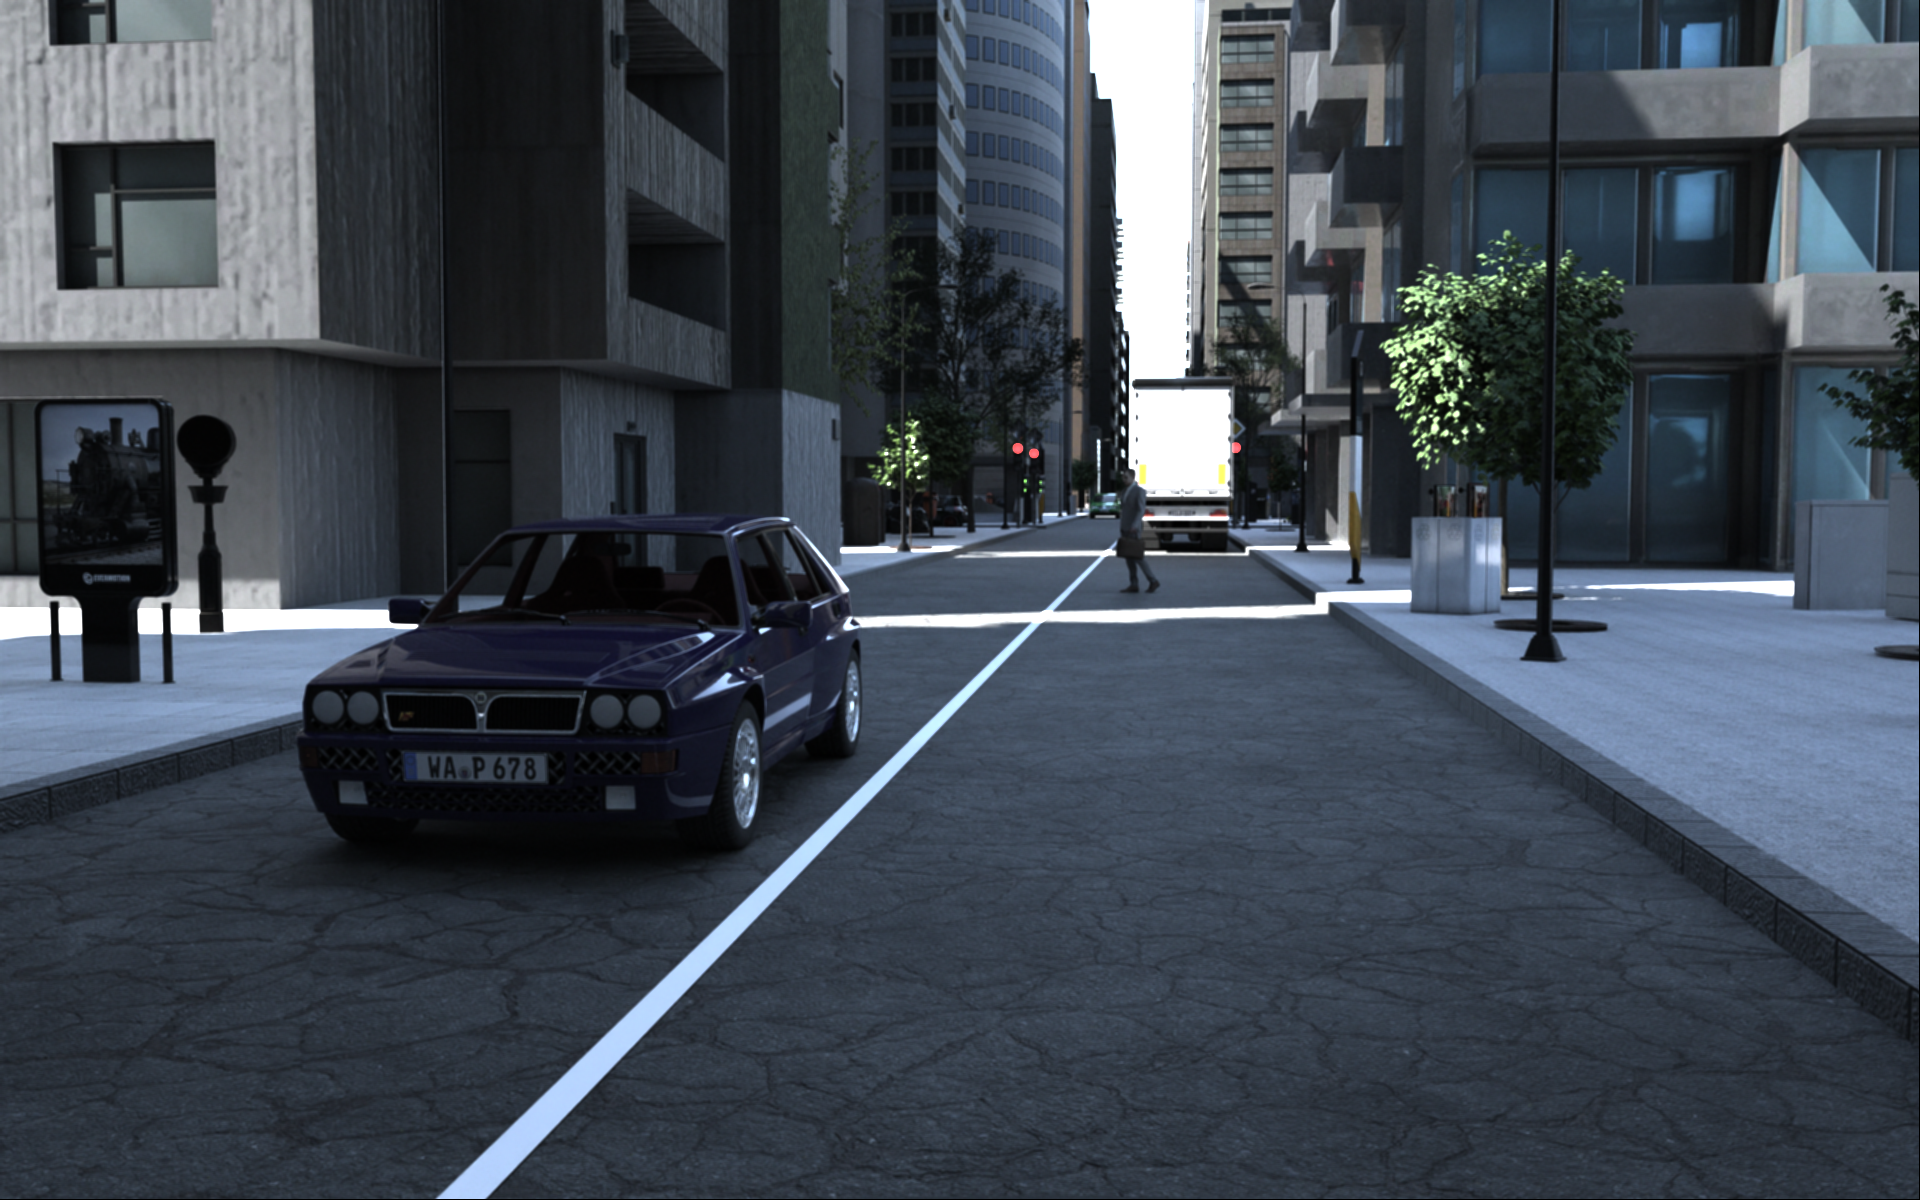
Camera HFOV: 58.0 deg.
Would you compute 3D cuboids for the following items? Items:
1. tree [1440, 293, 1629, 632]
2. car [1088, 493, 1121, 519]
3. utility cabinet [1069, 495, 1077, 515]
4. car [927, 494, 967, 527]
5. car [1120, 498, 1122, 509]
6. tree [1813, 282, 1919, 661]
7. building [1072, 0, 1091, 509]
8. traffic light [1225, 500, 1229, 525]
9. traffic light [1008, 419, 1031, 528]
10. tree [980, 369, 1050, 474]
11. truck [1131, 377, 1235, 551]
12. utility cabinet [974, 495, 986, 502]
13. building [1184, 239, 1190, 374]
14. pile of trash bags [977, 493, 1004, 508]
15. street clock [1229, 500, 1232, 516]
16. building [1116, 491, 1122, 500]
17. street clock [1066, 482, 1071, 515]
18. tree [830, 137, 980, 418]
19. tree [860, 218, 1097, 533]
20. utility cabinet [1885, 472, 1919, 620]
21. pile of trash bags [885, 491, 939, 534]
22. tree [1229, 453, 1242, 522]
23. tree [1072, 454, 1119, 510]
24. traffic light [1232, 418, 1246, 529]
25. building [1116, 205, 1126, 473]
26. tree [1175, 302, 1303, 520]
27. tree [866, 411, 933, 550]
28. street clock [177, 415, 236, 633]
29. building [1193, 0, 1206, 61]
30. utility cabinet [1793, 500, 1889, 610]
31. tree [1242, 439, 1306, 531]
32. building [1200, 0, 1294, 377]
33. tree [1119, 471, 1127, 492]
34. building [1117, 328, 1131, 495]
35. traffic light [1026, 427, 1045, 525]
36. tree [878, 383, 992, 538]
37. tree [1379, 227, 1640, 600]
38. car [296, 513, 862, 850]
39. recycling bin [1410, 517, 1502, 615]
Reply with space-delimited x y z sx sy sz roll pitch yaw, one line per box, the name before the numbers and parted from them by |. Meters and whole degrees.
tree | 5.709 -1.345 16.589 1.663 3.219 1.824 0 3 0
car | 8.579 -5.713 102.209 1.959 1.807 4.718 0 4 6
utility cabinet | 6.995 -5.878 107.270 0.306 1.237 1.020 1 4 15
car | -1.649 -3.583 68.368 4.222 1.686 2.009 0 4 7
car | 16.041 -9.228 162.873 2.014 1.417 4.499 1 4 9
tree | 7.786 -1.148 13.376 1.663 3.219 1.824 0 3 0
building | 4.475 -30.916 155.584 14.600 45.320 14.200 0 4 7
traffic light | 11.053 -5.065 71.738 0.839 4.253 0.868 0 4 7
traffic light | 2.205 -4.636 64.727 0.839 4.253 0.868 0 4 7
tree | 2.816 -9.115 99.389 4.737 8.622 4.395 0 3 0
truck | 6.015 -3.562 47.160 2.839 4.237 11.283 0 4 7
utility cabinet | 1.164 -5.918 107.925 1.020 1.237 0.306 -1 4 -11
building | 48.506 -38.764 288.409 22.147 44.769 28.867 0 4 7
pile of trash bags | 1.765 -5.816 104.850 1.912 1.369 3.447 0 4 -1
street clock | 15.565 -5.838 100.022 0.471 2.002 0.358 2 4 35
building | 6.711 -33.827 244.951 32.217 40.220 23.993 0 4 7
street clock | 6.559 -6.132 104.833 0.358 2.002 0.471 0 4 6
tree | -2.832 -5.152 34.591 4.737 8.622 4.395 0 3 0
tree | 0.462 -7.546 57.788 8.767 10.594 7.601 1 4 10
utility cabinet | 9.768 -0.525 17.270 0.318 1.500 1.173 0 4 -6
pile of trash bags | -1.771 -2.877 56.787 1.912 1.369 3.447 2 4 32
tree | 13.027 -5.222 79.983 1.663 3.219 1.824 0 3 0
tree | 9.927 -9.668 141.778 4.285 4.588 4.351 0 3 0
traffic light | 10.113 -4.580 63.808 0.839 4.253 0.868 0 4 7
building | 14.557 -39.878 271.619 23.786 49.044 30.456 0 4 7
tree | 13.758 -9.226 85.261 8.767 10.594 7.601 0 4 7
tree | -1.108 -2.803 40.437 1.663 3.219 1.824 0 3 0
street clock | -6.943 -0.700 16.010 0.471 2.002 0.358 -1 4 -12
building | 34.967 -39.145 182.023 21.231 58.520 28.212 0 4 7
utility cabinet | 9.843 -0.498 19.302 1.020 1.237 0.306 0 4 -8
tree | 11.125 -4.016 60.270 1.663 3.219 1.824 0 3 0
building | 32.877 -32.646 157.460 21.300 48.544 21.600 0 4 7
tree | 19.671 -14.411 219.341 4.285 4.588 4.351 0 3 0
building | 21.705 -31.957 294.198 14.160 30.474 14.107 0 4 7
traffic light | 3.145 -5.121 72.656 0.839 4.253 0.868 0 4 7
tree | -0.762 -4.132 51.267 4.285 4.588 4.351 0 3 0
tree | 6.864 -2.317 21.591 4.285 4.588 4.351 0 3 0
car | -1.568 0.264 8.272 1.945 1.354 3.894 0 4 6
recycling bin | 5.377 -0.380 18.770 0.722 1.027 0.722 -3 5 -44
